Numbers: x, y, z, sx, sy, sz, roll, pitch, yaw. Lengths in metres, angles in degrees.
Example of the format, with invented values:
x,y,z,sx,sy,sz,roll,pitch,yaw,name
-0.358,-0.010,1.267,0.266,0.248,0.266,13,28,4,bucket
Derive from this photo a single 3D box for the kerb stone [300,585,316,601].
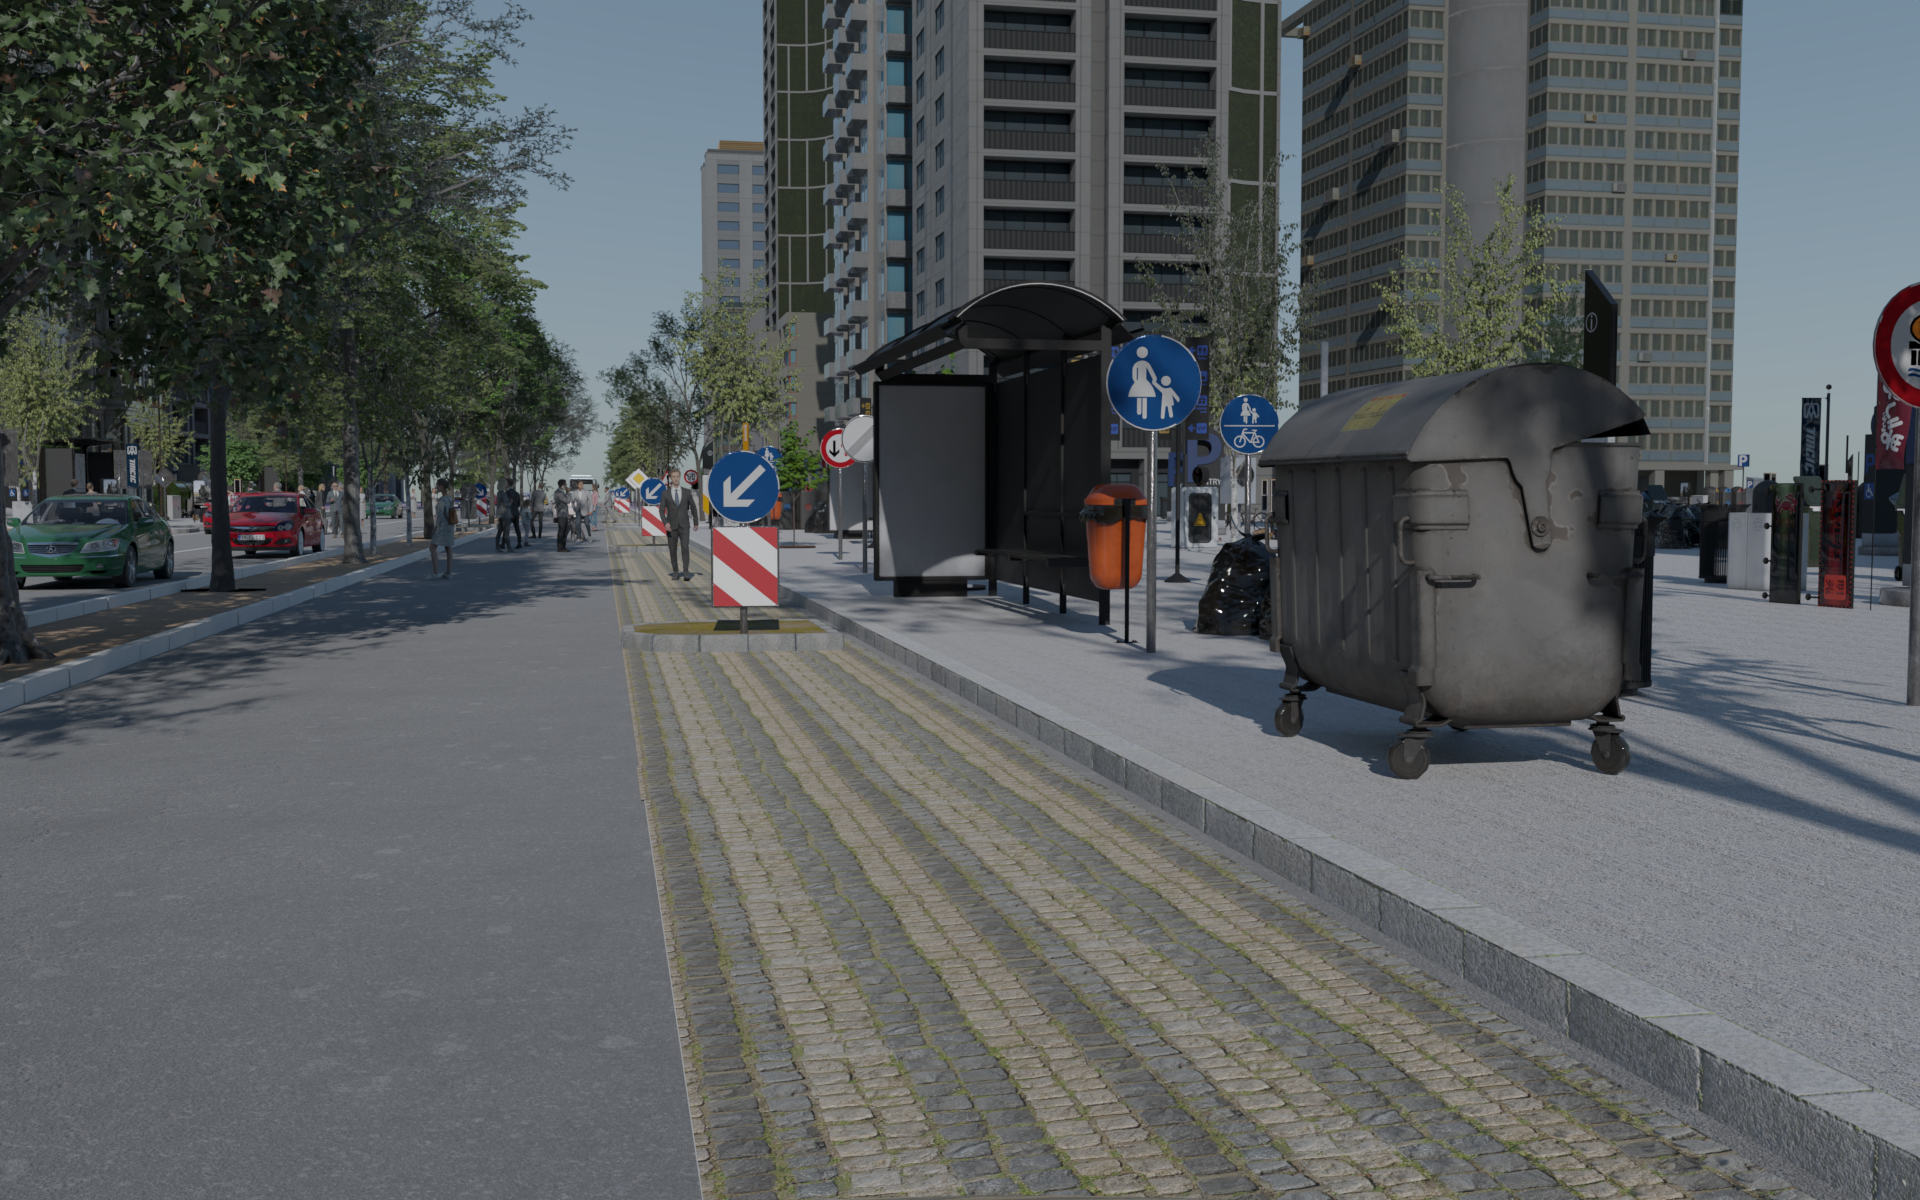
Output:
x,y,z,sx,sy,sz,roll,pitch,yaw,name
-8.875,-0.071,23.384,0.120,0.150,1.000,-1,4,-12,kerb stone

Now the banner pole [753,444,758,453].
x,y,z,sx,sy,sz,roll,pitch,yaw,name
-10.168,-5.948,87.265,0.863,3.779,0.401,-3,4,-36,banner pole

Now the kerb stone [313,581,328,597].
x,y,z,sx,sy,sz,roll,pitch,yaw,name
-9.077,-0.134,24.389,0.120,0.150,1.000,-1,4,-12,kerb stone

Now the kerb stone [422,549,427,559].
x,y,z,sx,sy,sz,roll,pitch,yaw,name
-11.996,-0.993,38.425,0.120,0.150,1.000,-1,4,-12,kerb stone

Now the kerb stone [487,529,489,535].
x,y,z,sx,sy,sz,roll,pitch,yaw,name
-16.365,-2.282,59.501,0.120,0.150,1.000,-1,4,-12,kerb stone

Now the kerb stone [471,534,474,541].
x,y,z,sx,sy,sz,roll,pitch,yaw,name
-14.912,-1.852,52.469,0.120,0.150,1.000,-1,4,-12,kerb stone

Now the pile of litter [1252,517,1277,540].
x,y,z,sx,sy,sz,roll,pitch,yaw,name
8.743,-2.147,49.066,1.719,0.858,1.176,-2,4,-32,pile of litter

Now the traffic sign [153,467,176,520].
x,y,z,sx,sy,sz,roll,pitch,yaw,name
-29.413,-3.697,64.086,0.795,2.450,0.064,-1,4,-12,traffic sign

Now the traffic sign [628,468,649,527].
x,y,z,sx,sy,sz,roll,pitch,yaw,name
-12.524,-3.909,67.561,0.795,2.450,0.064,-1,4,-12,traffic sign

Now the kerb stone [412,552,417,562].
x,y,z,sx,sy,sz,roll,pitch,yaw,name
-11.579,-0.870,36.421,0.120,0.150,1.000,-1,4,-12,kerb stone

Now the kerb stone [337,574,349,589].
x,y,z,sx,sy,sz,roll,pitch,yaw,name
-9.493,-0.257,26.403,0.120,0.150,1.000,-1,4,-12,kerb stone

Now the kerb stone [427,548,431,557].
x,y,z,sx,sy,sz,roll,pitch,yaw,name
-12.198,-1.051,39.430,0.120,0.150,1.000,-1,4,-12,kerb stone

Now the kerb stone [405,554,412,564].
x,y,z,sx,sy,sz,roll,pitch,yaw,name
-11.368,-0.807,35.419,0.120,0.150,1.000,-1,4,-12,kerb stone

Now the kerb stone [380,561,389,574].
x,y,z,sx,sy,sz,roll,pitch,yaw,name
-10.531,-0.564,31.415,0.120,0.150,1.000,-1,4,-12,kerb stone

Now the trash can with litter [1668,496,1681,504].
x,y,z,sx,sy,sz,roll,pitch,yaw,name
26.982,-3.377,66.266,1.678,1.210,2.233,-3,5,-40,trash can with litter

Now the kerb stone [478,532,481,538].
x,y,z,sx,sy,sz,roll,pitch,yaw,name
-15.531,-2.036,55.477,0.120,0.150,1.000,-1,4,-12,kerb stone

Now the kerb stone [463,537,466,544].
x,y,z,sx,sy,sz,roll,pitch,yaw,name
-14.287,-1.667,49.458,0.120,0.150,1.000,-1,4,-12,kerb stone

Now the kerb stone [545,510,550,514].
x,y,z,sx,sy,sz,roll,pitch,yaw,name
-30.879,-6.550,129.292,0.120,0.150,1.000,-1,4,-12,kerb stone

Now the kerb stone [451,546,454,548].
x,y,z,sx,sy,sz,roll,pitch,yaw,name
-13.449,-1.419,45.446,0.120,0.150,1.000,-1,4,-12,kerb stone

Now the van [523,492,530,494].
x,y,z,sx,sy,sz,roll,pitch,yaw,name
-71.790,-17.101,286.617,2.013,2.044,4.112,-1,4,-12,van

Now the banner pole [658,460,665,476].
x,y,z,sx,sy,sz,roll,pitch,yaw,name
-21.966,-8.369,126.856,0.401,3.779,0.863,-1,4,-18,banner pole

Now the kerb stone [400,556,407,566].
x,y,z,sx,sy,sz,roll,pitch,yaw,name
-11.162,-0.745,34.418,0.120,0.150,1.000,-1,4,-12,kerb stone

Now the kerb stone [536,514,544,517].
x,y,z,sx,sy,sz,roll,pitch,yaw,name
-27.950,-5.689,115.242,0.120,0.150,1.000,-1,4,-12,kerb stone

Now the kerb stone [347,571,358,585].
x,y,z,sx,sy,sz,roll,pitch,yaw,name
-9.699,-0.317,27.409,0.120,0.150,1.000,-1,4,-12,kerb stone

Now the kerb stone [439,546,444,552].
x,y,z,sx,sy,sz,roll,pitch,yaw,name
-12.825,-1.238,42.437,0.120,0.150,1.000,-1,4,-12,kerb stone

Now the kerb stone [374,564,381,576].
x,y,z,sx,sy,sz,roll,pitch,yaw,name
-10.329,-0.502,30.410,0.120,0.150,1.000,-1,4,-12,kerb stone

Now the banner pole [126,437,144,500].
x,y,z,sx,sy,sz,roll,pitch,yaw,name
-35.870,-5.227,75.476,0.863,3.779,0.401,-1,4,-15,banner pole

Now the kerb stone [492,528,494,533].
x,y,z,sx,sy,sz,roll,pitch,yaw,name
-16.995,-2.466,62.511,0.120,0.150,1.000,-1,4,-12,kerb stone

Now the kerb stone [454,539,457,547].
x,y,z,sx,sy,sz,roll,pitch,yaw,name
-13.653,-1.483,46.447,0.120,0.150,1.000,-1,4,-12,kerb stone

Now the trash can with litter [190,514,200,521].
x,y,z,sx,sy,sz,roll,pitch,yaw,name
-36.757,-4.440,83.989,1.055,1.170,0.624,-2,4,-31,trash can with litter

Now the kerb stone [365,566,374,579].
x,y,z,sx,sy,sz,roll,pitch,yaw,name
-10.117,-0.441,29.410,0.120,0.150,1.000,-1,4,-12,kerb stone

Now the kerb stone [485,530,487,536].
x,y,z,sx,sy,sz,roll,pitch,yaw,name
-16.168,-2.220,58.498,0.120,0.150,1.000,-1,4,-12,kerb stone

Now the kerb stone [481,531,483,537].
x,y,z,sx,sy,sz,roll,pitch,yaw,name
-15.751,-2.097,56.495,0.120,0.150,1.000,-1,4,-12,kerb stone

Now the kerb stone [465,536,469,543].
x,y,z,sx,sy,sz,roll,pitch,yaw,name
-14.491,-1.728,50.460,0.120,0.150,1.000,-1,4,-12,kerb stone

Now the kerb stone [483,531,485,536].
x,y,z,sx,sy,sz,roll,pitch,yaw,name
-15.956,-2.159,57.498,0.120,0.150,1.000,-1,4,-12,kerb stone

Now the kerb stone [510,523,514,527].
x,y,z,sx,sy,sz,roll,pitch,yaw,name
-20.654,-3.540,80.145,0.120,0.150,1.000,-1,4,-12,kerb stone

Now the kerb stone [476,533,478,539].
x,y,z,sx,sy,sz,roll,pitch,yaw,name
-15.330,-1.974,54.474,0.120,0.150,1.000,-1,4,-12,kerb stone

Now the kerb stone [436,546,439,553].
x,y,z,sx,sy,sz,roll,pitch,yaw,name
-12.624,-1.177,41.435,0.120,0.150,1.000,-1,4,-12,kerb stone

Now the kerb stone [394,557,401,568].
x,y,z,sx,sy,sz,roll,pitch,yaw,name
-10.952,-0.686,33.417,0.120,0.150,1.000,-1,4,-12,kerb stone

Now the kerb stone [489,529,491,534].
x,y,z,sx,sy,sz,roll,pitch,yaw,name
-16.579,-2.343,60.503,0.120,0.150,1.000,-1,4,-12,kerb stone

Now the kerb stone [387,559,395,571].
x,y,z,sx,sy,sz,roll,pitch,yaw,name
-10.740,-0.625,32.416,0.120,0.150,1.000,-1,4,-12,kerb stone

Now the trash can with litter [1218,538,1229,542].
x,y,z,sx,sy,sz,roll,pitch,yaw,name
6.756,-2.240,47.682,1.678,1.210,2.233,1,4,10,trash can with litter

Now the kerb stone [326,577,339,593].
x,y,z,sx,sy,sz,roll,pitch,yaw,name
-9.280,-0.196,25.399,0.120,0.150,1.000,-1,4,-12,kerb stone

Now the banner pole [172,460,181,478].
x,y,z,sx,sy,sz,roll,pitch,yaw,name
-58.050,-8.471,128.514,0.401,3.779,0.863,2,4,29,banner pole

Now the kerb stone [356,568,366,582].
x,y,z,sx,sy,sz,roll,pitch,yaw,name
-9.911,-0.380,28.409,0.120,0.150,1.000,-1,4,-12,kerb stone

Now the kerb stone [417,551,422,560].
x,y,z,sx,sy,sz,roll,pitch,yaw,name
-11.784,-0.931,37.422,0.120,0.150,1.000,-1,4,-12,kerb stone

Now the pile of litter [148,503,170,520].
x,y,z,sx,sy,sz,roll,pitch,yaw,name
-39.923,-4.412,86.095,1.176,0.858,1.719,-2,4,-30,pile of litter

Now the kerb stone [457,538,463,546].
x,y,z,sx,sy,sz,roll,pitch,yaw,name
-14.075,-1.604,48.456,0.120,0.150,1.000,-1,4,-12,kerb stone

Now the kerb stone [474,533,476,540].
x,y,z,sx,sy,sz,roll,pitch,yaw,name
-15.121,-1.913,53.470,0.120,0.150,1.000,-1,4,-12,kerb stone

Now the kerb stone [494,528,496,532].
x,y,z,sx,sy,sz,roll,pitch,yaw,name
-17.205,-2.527,63.515,0.120,0.150,1.000,-1,4,-12,kerb stone

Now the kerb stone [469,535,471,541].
x,y,z,sx,sy,sz,roll,pitch,yaw,name
-14.699,-1.781,51.462,0.120,0.150,1.000,-1,4,-12,kerb stone

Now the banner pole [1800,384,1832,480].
x,y,z,sx,sy,sz,roll,pitch,yaw,name
19.557,-3.029,39.539,0.863,3.779,0.401,0,4,-3,banner pole
